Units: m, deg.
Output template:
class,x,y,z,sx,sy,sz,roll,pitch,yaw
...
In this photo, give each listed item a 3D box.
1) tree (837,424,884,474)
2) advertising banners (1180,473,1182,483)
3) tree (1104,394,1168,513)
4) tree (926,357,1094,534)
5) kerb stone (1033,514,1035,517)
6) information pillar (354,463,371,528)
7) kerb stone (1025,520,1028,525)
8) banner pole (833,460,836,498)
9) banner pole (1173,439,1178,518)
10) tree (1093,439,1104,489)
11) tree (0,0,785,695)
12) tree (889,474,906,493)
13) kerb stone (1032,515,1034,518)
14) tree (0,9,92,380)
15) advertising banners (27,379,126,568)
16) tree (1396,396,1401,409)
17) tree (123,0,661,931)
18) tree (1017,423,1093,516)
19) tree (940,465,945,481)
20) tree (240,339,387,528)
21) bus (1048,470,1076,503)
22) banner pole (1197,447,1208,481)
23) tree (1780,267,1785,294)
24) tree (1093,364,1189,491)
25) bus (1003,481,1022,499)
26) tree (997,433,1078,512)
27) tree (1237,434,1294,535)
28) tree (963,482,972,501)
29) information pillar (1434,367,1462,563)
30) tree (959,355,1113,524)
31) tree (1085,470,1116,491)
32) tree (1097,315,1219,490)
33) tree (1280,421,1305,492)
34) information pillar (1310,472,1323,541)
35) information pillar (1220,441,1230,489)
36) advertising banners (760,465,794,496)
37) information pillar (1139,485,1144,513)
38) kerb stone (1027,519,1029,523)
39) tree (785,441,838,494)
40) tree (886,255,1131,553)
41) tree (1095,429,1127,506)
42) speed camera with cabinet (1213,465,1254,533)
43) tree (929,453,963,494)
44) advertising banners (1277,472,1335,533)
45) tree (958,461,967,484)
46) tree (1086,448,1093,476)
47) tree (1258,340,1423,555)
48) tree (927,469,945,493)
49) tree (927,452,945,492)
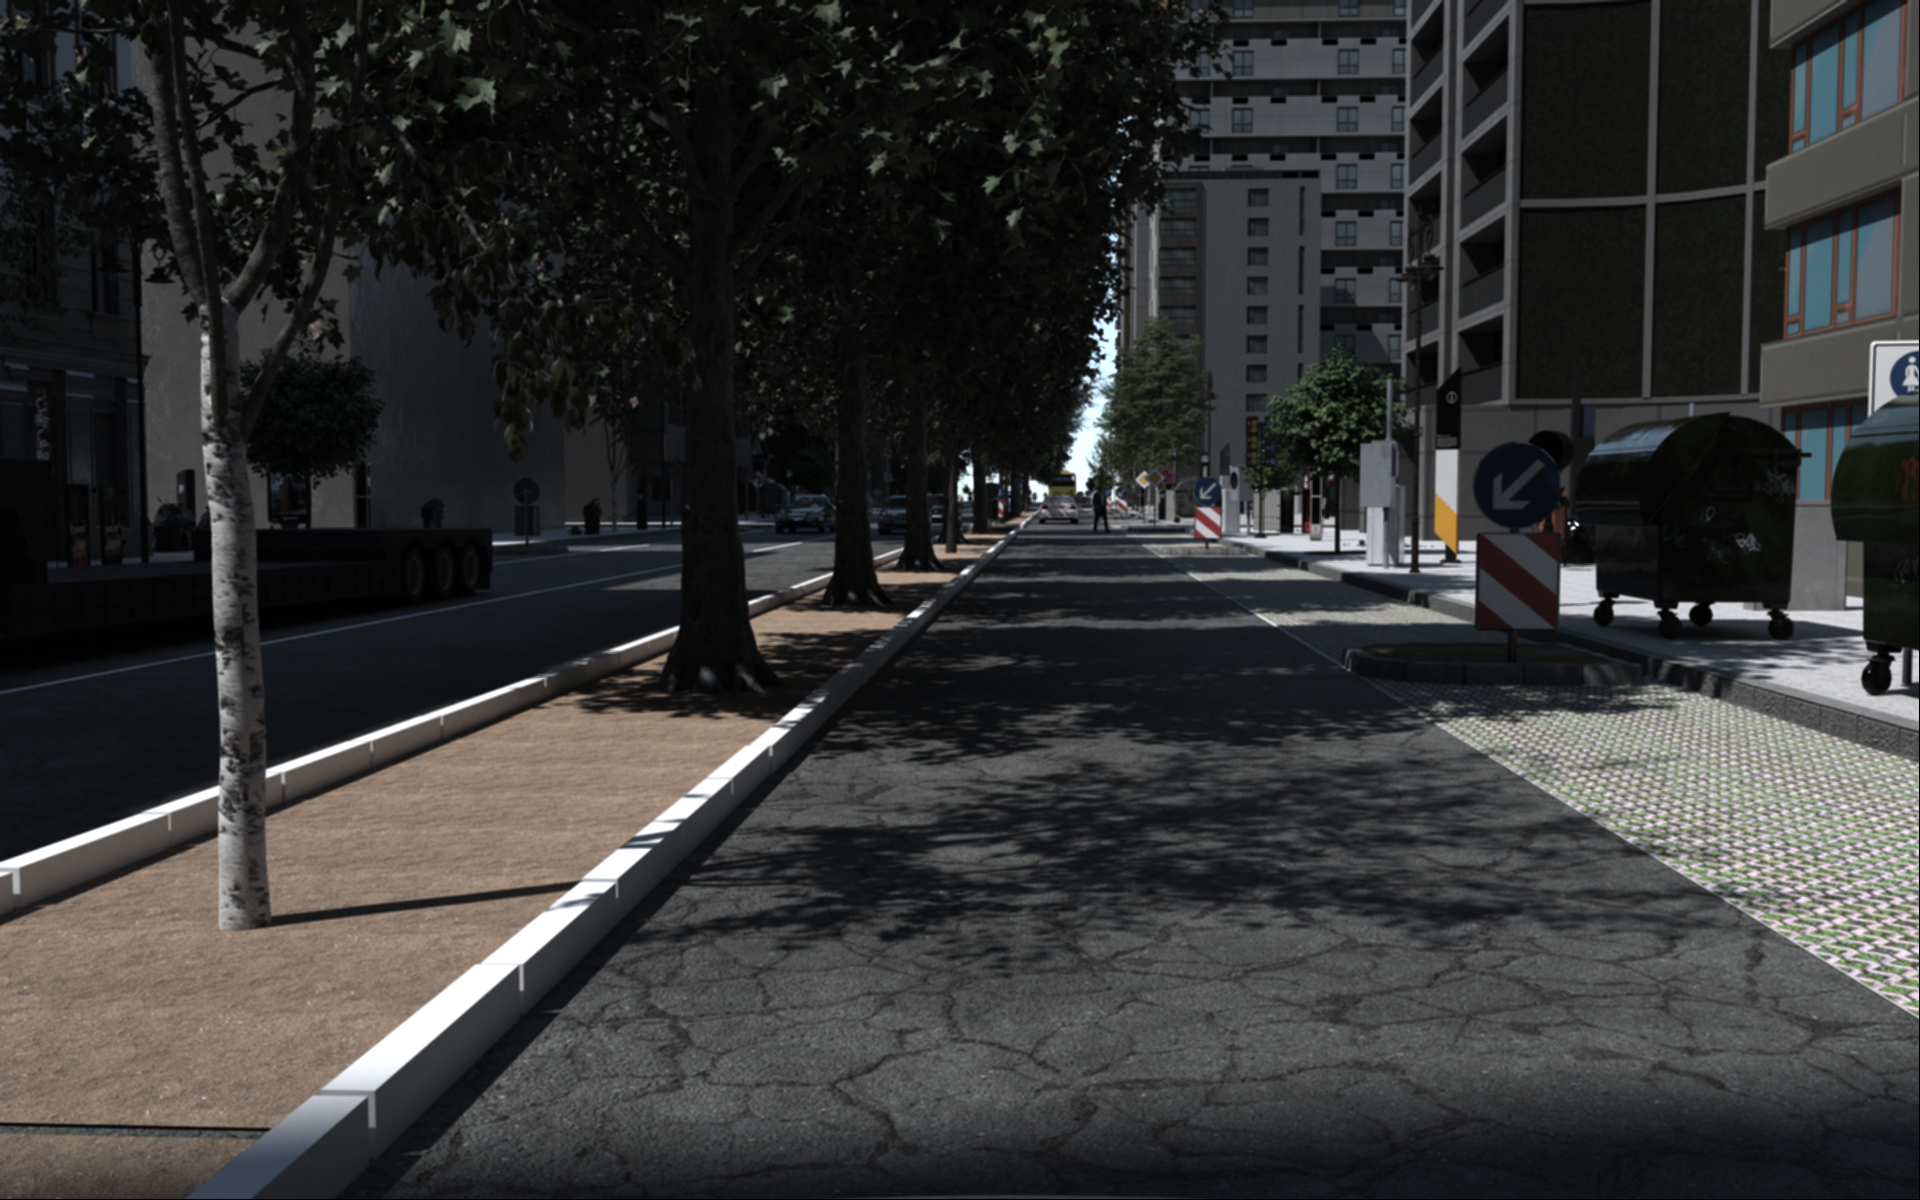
class,x,y,z,sx,sy,sz,roll,pitch,yaw
tree,-7.729,-11.144,132.568,4.737,8.622,4.395,0,3,0
advertising banners,15.963,-7.802,123.749,0.090,3.025,2.074,2,4,24
tree,12.803,-10.261,118.133,4.737,8.622,4.395,0,3,0
tree,0.766,-9.327,61.601,9.857,13.997,8.962,0,3,0
kerb stone,4.062,-4.696,98.976,0.120,0.150,1.000,0,4,3
information pillar,-14.308,-2.264,41.508,0.304,2.012,0.304,0,4,-6
kerb stone,2.901,-3.445,78.529,0.120,0.150,1.000,0,4,3
banner pole,-8.529,-7.797,117.500,0.401,3.779,0.863,1,4,15
banner pole,9.774,-5.422,78.670,0.401,3.779,0.863,0,4,-6
tree,14.796,-12.039,147.199,4.737,8.622,4.395,0,3,0
tree,-1.820,-5.678,12.304,9.611,12.733,9.660,0,3,0
tree,-5.812,-10.334,163.564,1.663,3.219,1.824,0,3,0
kerb stone,3.889,-4.508,95.907,0.120,0.150,1.000,0,4,3
tree,-13.996,-4.453,23.165,4.737,8.622,4.395,0,3,0
advertising banners,-13.999,-1.914,27.489,0.090,3.025,2.074,1,4,12
tree,32.282,-10.764,126.347,4.360,8.622,3.978,0,3,0
tree,-2.360,-3.205,5.222,4.360,8.622,3.978,0,3,0
tree,3.688,-11.402,114.634,9.928,11.665,9.643,0,3,0
tree,-2.059,-18.087,246.081,4.360,8.622,3.978,0,3,0
tree,-13.251,-3.134,34.947,4.285,4.588,4.351,0,3,0
bus,10.369,-11.323,176.677,2.896,3.916,12.252,0,4,2
banner pole,12.983,-6.292,92.895,0.863,3.779,0.401,2,4,24
tree,17.716,-4.992,31.981,4.737,8.622,4.395,0,3,0
tree,14.146,-12.883,136.388,9.928,11.665,9.643,0,3,0
bus,6.201,-13.363,213.336,2.948,3.499,13.247,0,4,3
tree,5.343,-13.140,135.431,7.486,12.596,7.792,0,3,0
tree,9.490,-3.633,54.006,1.663,3.219,1.824,0,3,0
tree,1.067,-17.758,284.946,1.663,3.219,1.824,0,3,0
information pillar,9.070,-2.495,32.155,0.183,3.616,0.504,-3,5,-42
tree,2.500,-11.073,93.870,12.009,13.543,11.850,0,3,0
tree,20.885,-17.061,262.656,4.285,4.588,4.351,0,3,0
tree,12.666,-11.771,110.575,7.486,12.596,7.792,0,3,0
tree,28.439,-11.902,144.958,4.360,8.622,3.978,0,3,0
information pillar,9.818,-2.642,47.693,0.304,2.012,0.304,1,4,17
information pillar,11.779,-5.234,76.923,0.504,3.616,0.183,-2,4,-32
advertising banners,-11.046,-6.637,104.699,2.074,3.025,0.090,0,4,5
information pillar,12.079,-6.775,115.260,0.304,2.012,0.304,-1,4,-14
kerb stone,3.015,-3.570,80.570,0.120,0.150,1.000,0,4,3
tree,-9.134,-7.580,107.654,4.285,4.588,4.351,0,3,0
tree,-0.257,-6.382,41.223,8.767,10.594,7.601,0,4,3
tree,16.134,-14.086,180.665,4.360,8.622,3.978,0,3,0
speed camera with cabinet,8.910,-3.801,56.486,0.660,3.252,2.038,-1,4,-15
tree,-2.406,-18.865,226.575,7.486,12.596,7.792,0,3,0
advertising banners,11.374,-3.688,56.487,2.074,3.025,0.090,0,4,-8
tree,-0.856,-19.062,262.024,4.737,8.622,4.395,0,3,0
tree,14.589,-12.735,158.575,4.737,8.622,4.395,0,3,0
tree,8.196,-3.264,37.078,4.285,4.588,4.351,0,3,0
tree,-3.510,-14.010,212.775,4.285,4.588,4.351,0,3,0
tree,-3.805,-15.045,196.344,4.737,8.622,4.395,0,3,0
